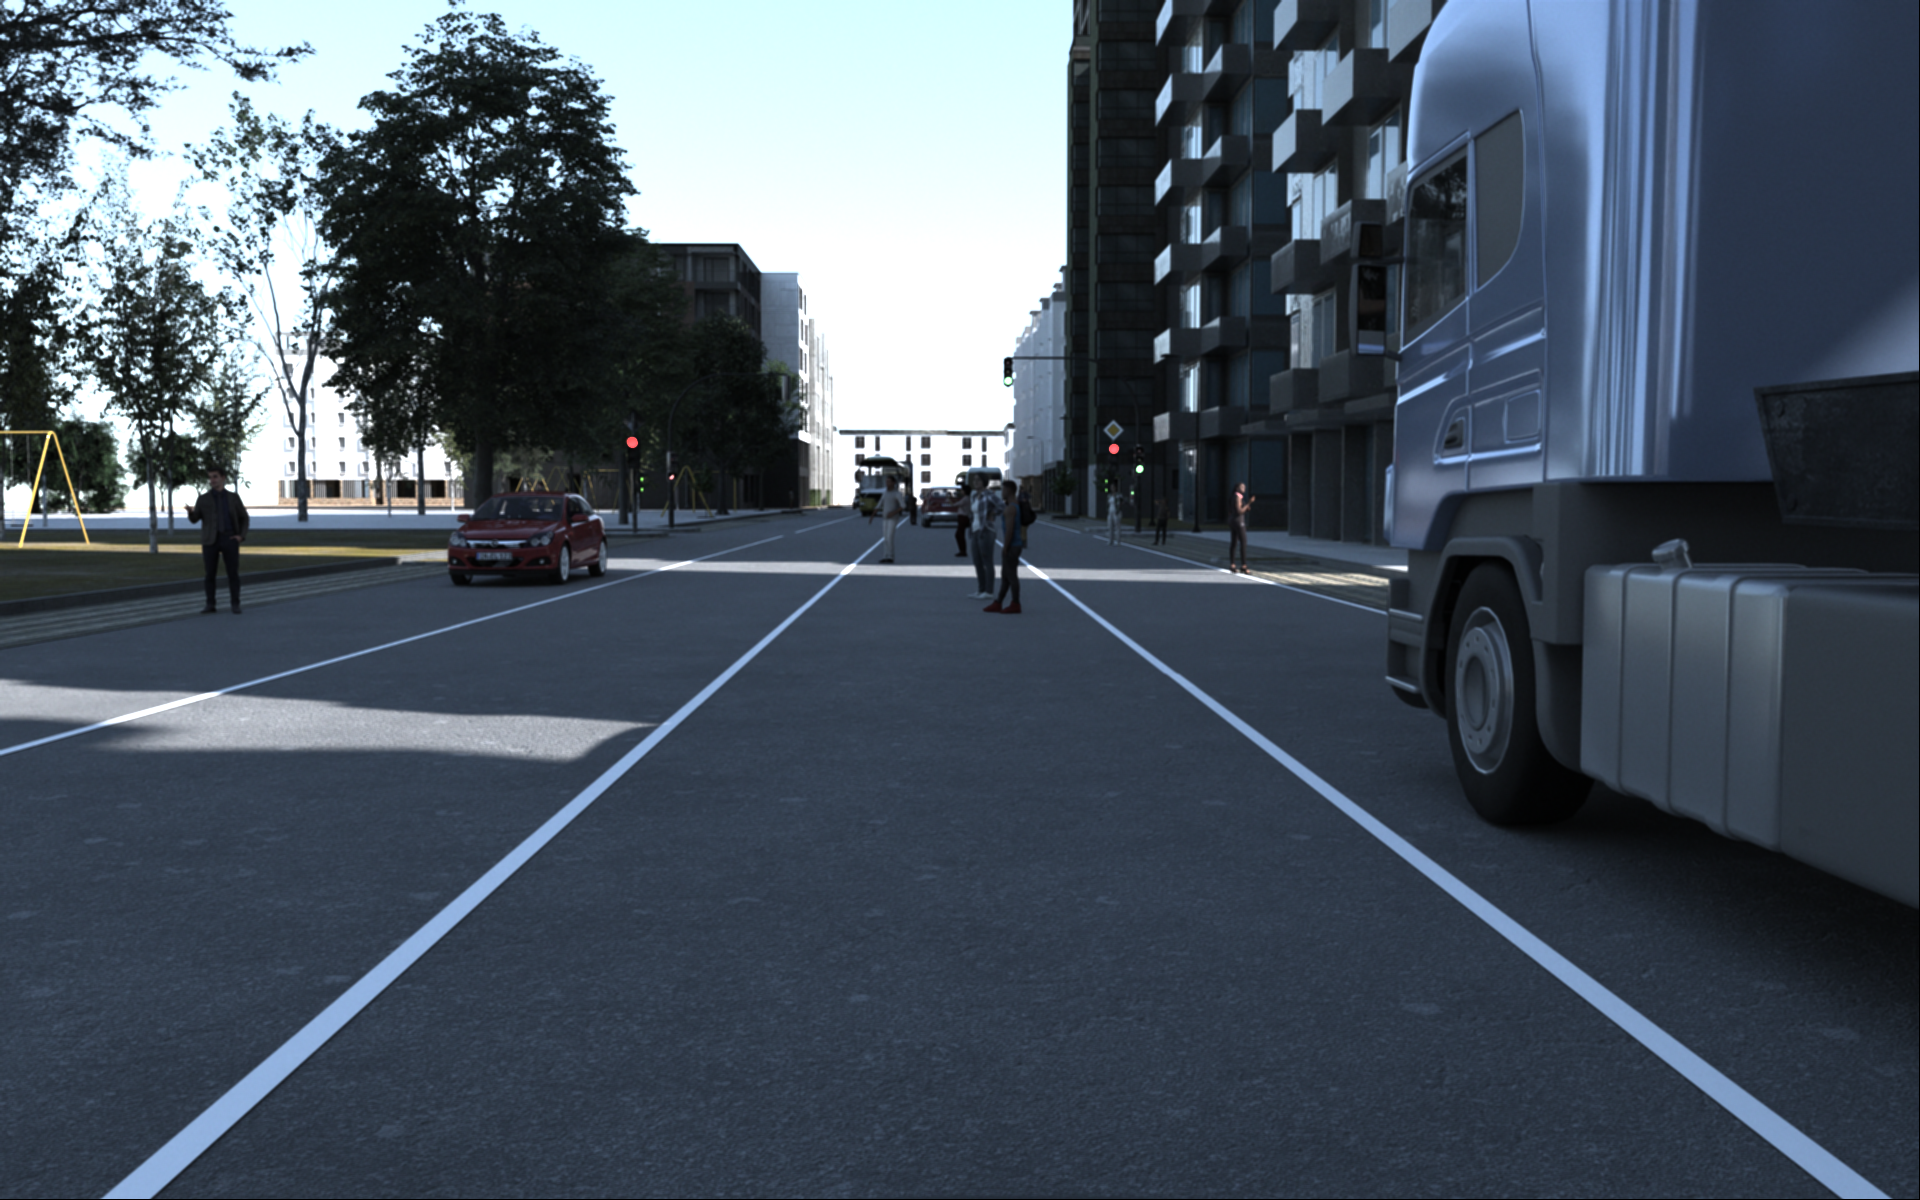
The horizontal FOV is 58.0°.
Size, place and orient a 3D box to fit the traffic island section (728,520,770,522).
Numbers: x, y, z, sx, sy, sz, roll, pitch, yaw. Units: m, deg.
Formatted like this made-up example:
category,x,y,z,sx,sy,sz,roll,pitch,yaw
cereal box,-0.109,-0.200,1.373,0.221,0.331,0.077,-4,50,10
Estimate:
category,x,y,z,sx,sy,sz,roll,pitch,yaw
traffic island section,-10.941,-4.107,90.018,1.991,0.108,1.994,0,4,-1

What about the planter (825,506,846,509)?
category,x,y,z,sx,sy,sz,roll,pitch,yaw
planter,-12.097,-8.989,168.114,1.991,0.319,1.994,0,4,-1

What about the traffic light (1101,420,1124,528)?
category,x,y,z,sx,sy,sz,roll,pitch,yaw
traffic light,5.771,-4.683,65.491,0.839,4.253,0.868,0,4,-1

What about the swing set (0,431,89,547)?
category,x,y,z,sx,sy,sz,roll,pitch,yaw
swing set,-24.150,-2.797,43.350,3.119,2.851,2.862,0,4,5

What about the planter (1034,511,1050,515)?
category,x,y,z,sx,sy,sz,roll,pitch,yaw
planter,5.048,-5.876,117.214,1.991,0.319,1.994,0,4,-1

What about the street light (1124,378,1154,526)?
category,x,y,z,sx,sy,sz,roll,pitch,yaw
street light,7.170,-5.917,69.278,1.470,5.913,1.316,0,4,-1

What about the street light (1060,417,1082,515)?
category,x,y,z,sx,sy,sz,roll,pitch,yaw
street light,6.701,-8.078,104.618,1.470,5.913,1.316,0,4,-1

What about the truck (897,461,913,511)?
category,x,y,z,sx,sy,sz,roll,pitch,yaw
truck,-5.393,-9.783,148.869,2.839,4.237,11.283,0,3,0

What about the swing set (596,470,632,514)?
category,x,y,z,sx,sy,sz,roll,pitch,yaw
swing set,-23.049,-7.057,113.007,3.119,2.851,2.862,1,4,20

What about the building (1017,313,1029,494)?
category,x,y,z,sx,sy,sz,roll,pitch,yaw
building,14.225,-19.289,171.800,16.016,20.091,11.380,0,4,-1

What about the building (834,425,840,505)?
category,x,y,z,sx,sy,sz,roll,pitch,yaw
building,-29.291,-16.528,212.375,28.070,9.664,9.099,0,4,-1

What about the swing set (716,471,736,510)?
category,x,y,z,sx,sy,sz,roll,pitch,yaw
swing set,-17.086,-7.460,119.585,3.119,2.851,2.862,-1,4,-10

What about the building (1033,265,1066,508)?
category,x,y,z,sx,sy,sz,roll,pitch,yaw
building,14.868,-17.891,148.929,16.016,20.091,11.380,0,4,-1

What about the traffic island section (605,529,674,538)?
category,x,y,z,sx,sy,sz,roll,pitch,yaw
traffic island section,-10.791,-2.147,57.381,2.009,0.180,2.903,0,4,-1

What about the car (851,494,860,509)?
category,x,y,z,sx,sy,sz,roll,pitch,yaw
car,-9.355,-9.507,165.226,2.009,1.686,4.222,0,4,-2

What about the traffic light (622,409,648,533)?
category,x,y,z,sx,sy,sz,roll,pitch,yaw
traffic light,-10.750,-4.179,57.247,0.839,4.253,0.868,0,4,-1

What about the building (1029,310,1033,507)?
category,x,y,z,sx,sy,sz,roll,pitch,yaw
building,14.967,-18.585,160.291,16.016,20.091,11.380,0,4,-1

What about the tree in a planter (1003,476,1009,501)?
category,x,y,z,sx,sy,sz,roll,pitch,yaw
tree in a planter,4.298,-10.433,167.800,1.991,3.239,1.994,0,4,-1

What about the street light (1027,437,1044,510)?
category,x,y,z,sx,sy,sz,roll,pitch,yaw
street light,6.119,-10.259,140.274,1.470,5.913,1.316,0,4,-1

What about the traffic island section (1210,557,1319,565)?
category,x,y,z,sx,sy,sz,roll,pitch,yaw
traffic island section,6.242,-0.798,35.915,1.991,0.108,1.994,0,4,-1

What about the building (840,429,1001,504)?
category,x,y,z,sx,sy,sz,roll,pitch,yaw
building,-1.765,-17.560,229.252,28.070,9.664,9.099,0,4,-1

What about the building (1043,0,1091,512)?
category,x,y,z,sx,sy,sz,roll,pitch,yaw
building,17.194,-42.258,129.177,20.563,71.187,20.611,0,4,-1

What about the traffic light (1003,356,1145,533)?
category,x,y,z,sx,sy,sz,roll,pitch,yaw
traffic light,3.798,-5.056,57.335,4.771,5.953,1.251,0,4,-1

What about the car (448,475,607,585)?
category,x,y,z,sx,sy,sz,roll,pitch,yaw
car,-7.113,-1.203,28.708,2.155,1.783,4.494,0,4,1

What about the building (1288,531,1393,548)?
category,x,y,z,sx,sy,sz,roll,pitch,yaw
building,20.241,-25.800,41.431,23.786,49.044,30.456,0,4,-1

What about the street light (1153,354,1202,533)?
category,x,y,z,sx,sy,sz,roll,pitch,yaw
street light,7.340,-5.197,57.515,1.470,5.913,1.316,0,4,-1

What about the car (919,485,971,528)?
category,x,y,z,sx,sy,sz,roll,pitch,yaw
car,-0.630,-4.096,75.642,2.281,1.827,5.304,0,4,-3

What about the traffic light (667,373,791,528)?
category,x,y,z,sx,sy,sz,roll,pitch,yaw
traffic light,-8.778,-5.543,65.297,4.771,5.953,1.251,0,4,-1

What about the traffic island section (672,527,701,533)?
category,x,y,z,sx,sy,sz,roll,pitch,yaw
traffic island section,-10.908,-2.635,65.365,2.009,0.180,2.903,0,4,-1

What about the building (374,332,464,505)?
category,x,y,z,sx,sy,sz,roll,pitch,yaw
building,-61.747,-21.531,208.448,11.380,20.091,16.016,0,4,-1

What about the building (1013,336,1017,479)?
category,x,y,z,sx,sy,sz,roll,pitch,yaw
building,13.716,-20.001,183.437,16.016,20.091,11.380,0,4,-1

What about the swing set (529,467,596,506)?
category,x,y,z,sx,sy,sz,roll,pitch,yaw
swing set,-22.906,-6.253,99.858,2.862,2.851,3.119,0,4,0

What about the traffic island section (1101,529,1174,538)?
category,x,y,z,sx,sy,sz,roll,pitch,yaw
traffic island section,5.929,-2.162,57.621,2.009,0.180,2.903,0,4,-1

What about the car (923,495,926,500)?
category,x,y,z,sx,sy,sz,roll,pitch,yaw
car,-2.790,-9.752,171.446,2.014,1.417,4.499,0,4,-2

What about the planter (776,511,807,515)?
category,x,y,z,sx,sy,sz,roll,pitch,yaw
planter,-11.335,-5.860,116.953,1.991,0.319,1.994,0,4,-1

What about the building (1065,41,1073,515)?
category,x,y,z,sx,sy,sz,roll,pitch,yaw
building,13.790,-20.877,113.042,14.160,30.474,14.107,0,4,-1

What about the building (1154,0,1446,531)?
category,x,y,z,sx,sy,sz,roll,pitch,yaw
building,23.880,-27.915,76.021,30.456,49.044,23.786,0,4,-1

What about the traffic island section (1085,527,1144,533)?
category,x,y,z,sx,sy,sz,roll,pitch,yaw
traffic island section,5.812,-2.650,65.606,2.009,0.180,2.903,0,4,-1

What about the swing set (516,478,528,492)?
category,x,y,z,sx,sy,sz,roll,pitch,yaw
swing set,-34.059,-8.570,137.745,2.862,2.851,3.119,1,4,11

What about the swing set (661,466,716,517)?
category,x,y,z,sx,sy,sz,roll,pitch,yaw
swing set,-15.307,-6.074,96.928,2.862,2.851,3.119,-1,4,-10

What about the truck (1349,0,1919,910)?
category,x,y,z,sx,sy,sz,roll,pitch,yaw
truck,3.736,-0.651,0.406,2.967,4.110,18.799,0,4,-2

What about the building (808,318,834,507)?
category,x,y,z,sx,sy,sz,roll,pitch,yaw
building,-23.103,-19.759,189.510,16.747,18.905,31.486,0,4,-1

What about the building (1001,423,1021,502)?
category,x,y,z,sx,sy,sz,roll,pitch,yaw
building,10.169,-15.979,203.395,9.099,9.664,28.070,0,4,-1

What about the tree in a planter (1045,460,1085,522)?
category,x,y,z,sx,sy,sz,roll,pitch,yaw
tree in a planter,5.450,-5.686,90.184,1.991,3.239,1.994,0,4,-1

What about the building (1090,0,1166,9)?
category,x,y,z,sx,sy,sz,roll,pitch,yaw
building,14.200,-20.006,98.801,14.160,30.474,14.107,0,4,-1

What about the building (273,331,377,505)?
category,x,y,z,sx,sy,sz,roll,pitch,yaw
building,-73.548,-21.463,207.333,11.380,20.091,16.016,0,4,-1

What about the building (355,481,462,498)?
category,x,y,z,sx,sy,sz,roll,pitch,yaw
building,-70.513,-17.489,228.089,28.070,9.664,9.099,0,4,-1

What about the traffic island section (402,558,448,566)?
category,x,y,z,sx,sy,sz,roll,pitch,yaw
traffic island section,-10.147,-0.771,35.472,1.991,0.108,1.994,0,4,-1

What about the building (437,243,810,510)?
category,x,y,z,sx,sy,sz,roll,pitch,yaw
building,-28.783,-19.166,157.333,27.936,21.610,32.646,0,4,-1
